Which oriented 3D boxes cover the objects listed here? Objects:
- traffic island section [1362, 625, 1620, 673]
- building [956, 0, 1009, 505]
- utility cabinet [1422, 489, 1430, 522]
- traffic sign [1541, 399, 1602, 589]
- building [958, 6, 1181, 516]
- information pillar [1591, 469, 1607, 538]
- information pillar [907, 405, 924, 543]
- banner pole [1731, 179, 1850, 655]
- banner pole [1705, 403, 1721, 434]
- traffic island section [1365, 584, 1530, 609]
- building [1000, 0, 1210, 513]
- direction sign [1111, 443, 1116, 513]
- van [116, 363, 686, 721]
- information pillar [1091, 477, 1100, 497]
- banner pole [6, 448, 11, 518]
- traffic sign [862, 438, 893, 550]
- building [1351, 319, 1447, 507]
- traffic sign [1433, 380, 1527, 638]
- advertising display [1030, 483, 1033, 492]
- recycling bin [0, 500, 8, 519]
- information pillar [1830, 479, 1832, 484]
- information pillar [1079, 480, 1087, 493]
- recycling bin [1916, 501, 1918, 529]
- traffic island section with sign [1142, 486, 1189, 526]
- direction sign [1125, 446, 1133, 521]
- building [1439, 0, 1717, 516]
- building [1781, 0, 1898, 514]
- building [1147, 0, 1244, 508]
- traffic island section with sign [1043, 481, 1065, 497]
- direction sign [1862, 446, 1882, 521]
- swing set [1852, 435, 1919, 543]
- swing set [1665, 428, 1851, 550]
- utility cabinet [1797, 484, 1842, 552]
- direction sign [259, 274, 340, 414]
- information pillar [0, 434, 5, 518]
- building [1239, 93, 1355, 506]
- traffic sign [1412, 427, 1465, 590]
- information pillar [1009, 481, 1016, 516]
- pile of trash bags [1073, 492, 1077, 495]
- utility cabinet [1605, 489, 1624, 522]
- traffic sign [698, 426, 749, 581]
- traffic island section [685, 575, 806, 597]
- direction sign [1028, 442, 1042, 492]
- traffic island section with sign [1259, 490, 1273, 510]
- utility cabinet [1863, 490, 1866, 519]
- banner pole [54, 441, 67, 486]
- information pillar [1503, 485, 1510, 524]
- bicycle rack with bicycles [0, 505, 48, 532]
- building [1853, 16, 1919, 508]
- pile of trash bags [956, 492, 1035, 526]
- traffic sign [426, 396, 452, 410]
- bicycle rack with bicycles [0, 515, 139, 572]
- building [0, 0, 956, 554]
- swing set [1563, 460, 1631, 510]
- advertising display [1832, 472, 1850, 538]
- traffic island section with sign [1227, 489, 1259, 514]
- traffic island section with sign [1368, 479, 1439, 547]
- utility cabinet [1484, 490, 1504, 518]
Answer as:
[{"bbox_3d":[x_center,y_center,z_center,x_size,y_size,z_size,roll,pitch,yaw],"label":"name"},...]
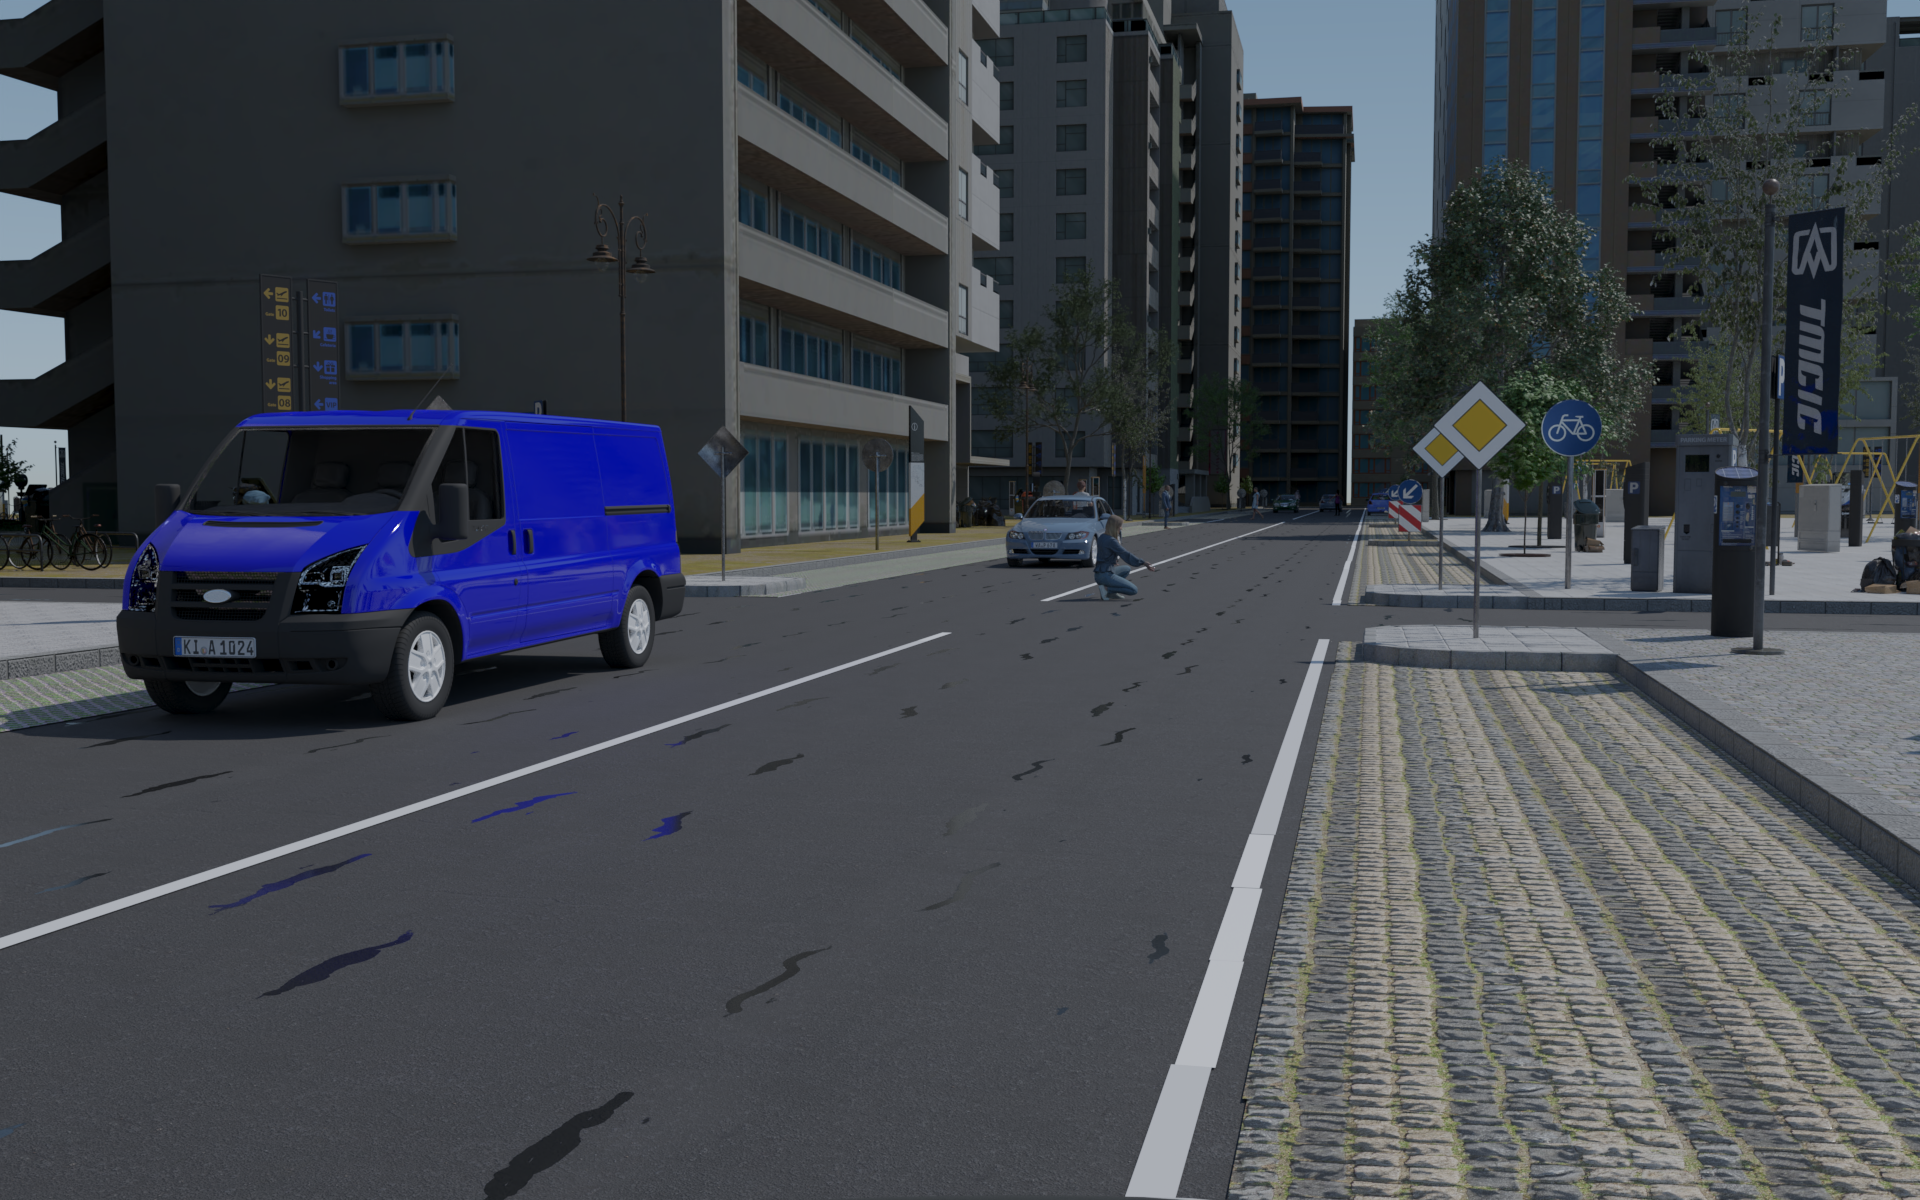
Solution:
[{"bbox_3d":[4.616,0.419,15.432,2.009,0.180,2.903,1,4,13],"label":"traffic island section"},{"bbox_3d":[-13.471,-30.102,81.408,28.713,52.752,27.495,1,4,13],"label":"building"},{"bbox_3d":[21.285,-4.316,79.241,0.318,1.500,1.173,1,4,13],"label":"utility cabinet"},{"bbox_3d":[8.219,-1.421,23.343,0.768,2.556,0.104,1,4,16],"label":"traffic sign"},{"bbox_3d":[5.885,-20.543,107.586,14.160,30.474,14.107,1,4,13],"label":"building"},{"bbox_3d":[18.793,-2.836,50.863,0.304,2.012,0.304,2,4,27],"label":"information pillar"},{"bbox_3d":[-1.166,-3.336,45.895,0.504,3.616,0.183,-3,5,-43],"label":"information pillar"},{"bbox_3d":[6.560,-1.447,13.670,0.401,3.779,0.863,-2,4,-31],"label":"banner pole"},{"bbox_3d":[20.635,-3.523,47.612,0.863,3.779,0.401,-3,4,-37],"label":"banner pole"},{"bbox_3d":[6.455,-0.056,23.203,2.009,0.180,2.903,1,4,13],"label":"traffic island section"},{"bbox_3d":[1.815,-26.661,127.786,32.217,40.220,23.993,1,4,13],"label":"building"},{"bbox_3d":[6.780,-5.173,76.577,0.379,3.537,0.876,1,4,15],"label":"direction sign"},{"bbox_3d":[-3.886,-0.517,12.843,2.240,2.365,5.245,1,4,12],"label":"van"},{"bbox_3d":[5.831,-4.296,74.737,0.304,2.012,0.304,-1,4,-10],"label":"information pillar"},{"bbox_3d":[-50.921,-6.275,92.613,0.401,3.779,0.863,-1,4,-22],"label":"banner pole"},{"bbox_3d":[-1.899,-2.414,39.574,0.768,2.556,0.104,1,4,18],"label":"traffic sign"},{"bbox_3d":[57.772,-21.047,189.159,28.899,21.520,27.650,1,4,13],"label":"building"},{"bbox_3d":[4.591,-0.717,15.360,0.795,2.450,0.064,1,4,13],"label":"traffic sign"},{"bbox_3d":[4.079,-5.616,97.037,0.123,1.923,0.974,1,4,15],"label":"advertising display"},{"bbox_3d":[-40.868,-3.728,73.506,0.722,1.027,0.722,-3,5,-41],"label":"recycling bin"},{"bbox_3d":[41.256,-4.727,81.778,0.304,2.012,0.304,0,4,3],"label":"information pillar"},{"bbox_3d":[6.239,-5.118,88.164,0.304,2.012,0.304,-2,4,-28],"label":"information pillar"},{"bbox_3d":[34.476,-3.017,61.882,0.722,1.027,0.722,1,4,12],"label":"recycling bin"},{"bbox_3d":[9.350,-4.271,78.461,1.989,1.847,2.006,1,4,13],"label":"traffic island section with sign"},{"bbox_3d":[8.011,-5.501,81.939,0.379,3.537,0.876,0,4,3],"label":"direction sign"},{"bbox_3d":[37.178,-27.875,105.871,14.600,45.320,14.200,1,4,13],"label":"building"},{"bbox_3d":[48.597,-32.727,124.333,28.713,52.752,27.495,1,4,13],"label":"building"},{"bbox_3d":[15.391,-33.084,164.631,21.600,48.544,21.300,1,4,13],"label":"building"},{"bbox_3d":[2.693,-2.549,50.297,1.989,1.847,2.006,1,4,13],"label":"traffic island section with sign"},{"bbox_3d":[43.526,-5.548,82.709,0.379,3.537,0.876,-3,4,-38],"label":"direction sign"},{"bbox_3d":[25.232,-3.017,46.943,2.862,2.851,3.119,0,4,-3],"label":"swing set"},{"bbox_3d":[19.173,-2.708,41.902,3.119,2.851,2.862,-2,4,-33],"label":"swing set"},{"bbox_3d":[18.979,-1.810,38.276,0.318,1.500,1.173,0,4,-4],"label":"utility cabinet"},{"bbox_3d":[-6.922,-1.605,18.243,0.379,3.537,0.876,3,4,38],"label":"direction sign"},{"bbox_3d":[-37.729,-4.698,68.166,0.183,3.616,0.504,-3,5,-42],"label":"information pillar"},{"bbox_3d":[28.910,-32.919,192.851,28.867,44.769,22.147,1,4,13],"label":"building"},{"bbox_3d":[6.430,-1.192,23.131,0.795,2.450,0.064,1,4,13],"label":"traffic sign"},{"bbox_3d":[3.010,-5.806,99.417,0.304,2.012,0.304,1,4,18],"label":"information pillar"},{"bbox_3d":[4.678,-4.505,83.401,1.912,1.369,3.447,-3,5,-43],"label":"pile of trash bags"},{"bbox_3d":[29.420,-4.192,77.219,1.173,1.500,0.318,1,4,19],"label":"utility cabinet"},{"bbox_3d":[-3.486,-1.336,25.490,0.795,2.450,0.064,1,4,13],"label":"traffic sign"},{"bbox_3d":[-3.511,-0.200,25.558,2.009,0.180,2.903,1,4,13],"label":"traffic island section"},{"bbox_3d":[3.231,-5.119,75.690,0.876,3.537,0.379,3,5,41],"label":"direction sign"},{"bbox_3d":[26.539,-8.712,151.067,1.989,1.847,2.006,1,4,13],"label":"traffic island section with sign"},{"bbox_3d":[46.084,-4.939,89.425,1.173,1.500,0.318,1,4,20],"label":"utility cabinet"},{"bbox_3d":[-42.255,-5.586,81.342,0.401,3.779,0.863,1,4,15],"label":"banner pole"},{"bbox_3d":[23.226,-5.038,73.719,0.183,3.616,0.504,-1,4,-11],"label":"information pillar"},{"bbox_3d":[-36.031,-3.117,64.346,2.852,0.926,2.925,-1,4,-10],"label":"bicycle rack with bicycles"},{"bbox_3d":[81.561,-28.640,151.852,14.086,41.232,14.154,1,4,13],"label":"building"},{"bbox_3d":[1.346,-3.650,69.434,3.447,1.369,1.912,0,4,-7],"label":"pile of trash bags"},{"bbox_3d":[-5.326,-0.861,17.719,0.795,2.450,0.064,1,4,13],"label":"traffic sign"},{"bbox_3d":[-15.462,-0.995,29.644,2.925,0.926,2.852,2,4,30],"label":"bicycle rack with bicycles"},{"bbox_3d":[-12.918,-25.952,48.025,21.300,48.544,21.600,1,4,13],"label":"building"},{"bbox_3d":[29.338,-5.026,79.801,3.119,2.851,2.862,0,4,-7],"label":"swing set"},{"bbox_3d":[25.970,-2.788,50.799,0.974,1.923,0.123,-1,4,-20],"label":"advertising display"},{"bbox_3d":[20.327,-7.107,124.834,1.989,1.847,2.006,1,4,13],"label":"traffic island section with sign"},{"bbox_3d":[12.315,-2.402,47.900,1.989,1.847,2.006,1,4,13],"label":"traffic island section with sign"},{"bbox_3d":[28.092,-5.031,90.934,0.318,1.500,1.173,-3,4,-36],"label":"utility cabinet"}]
